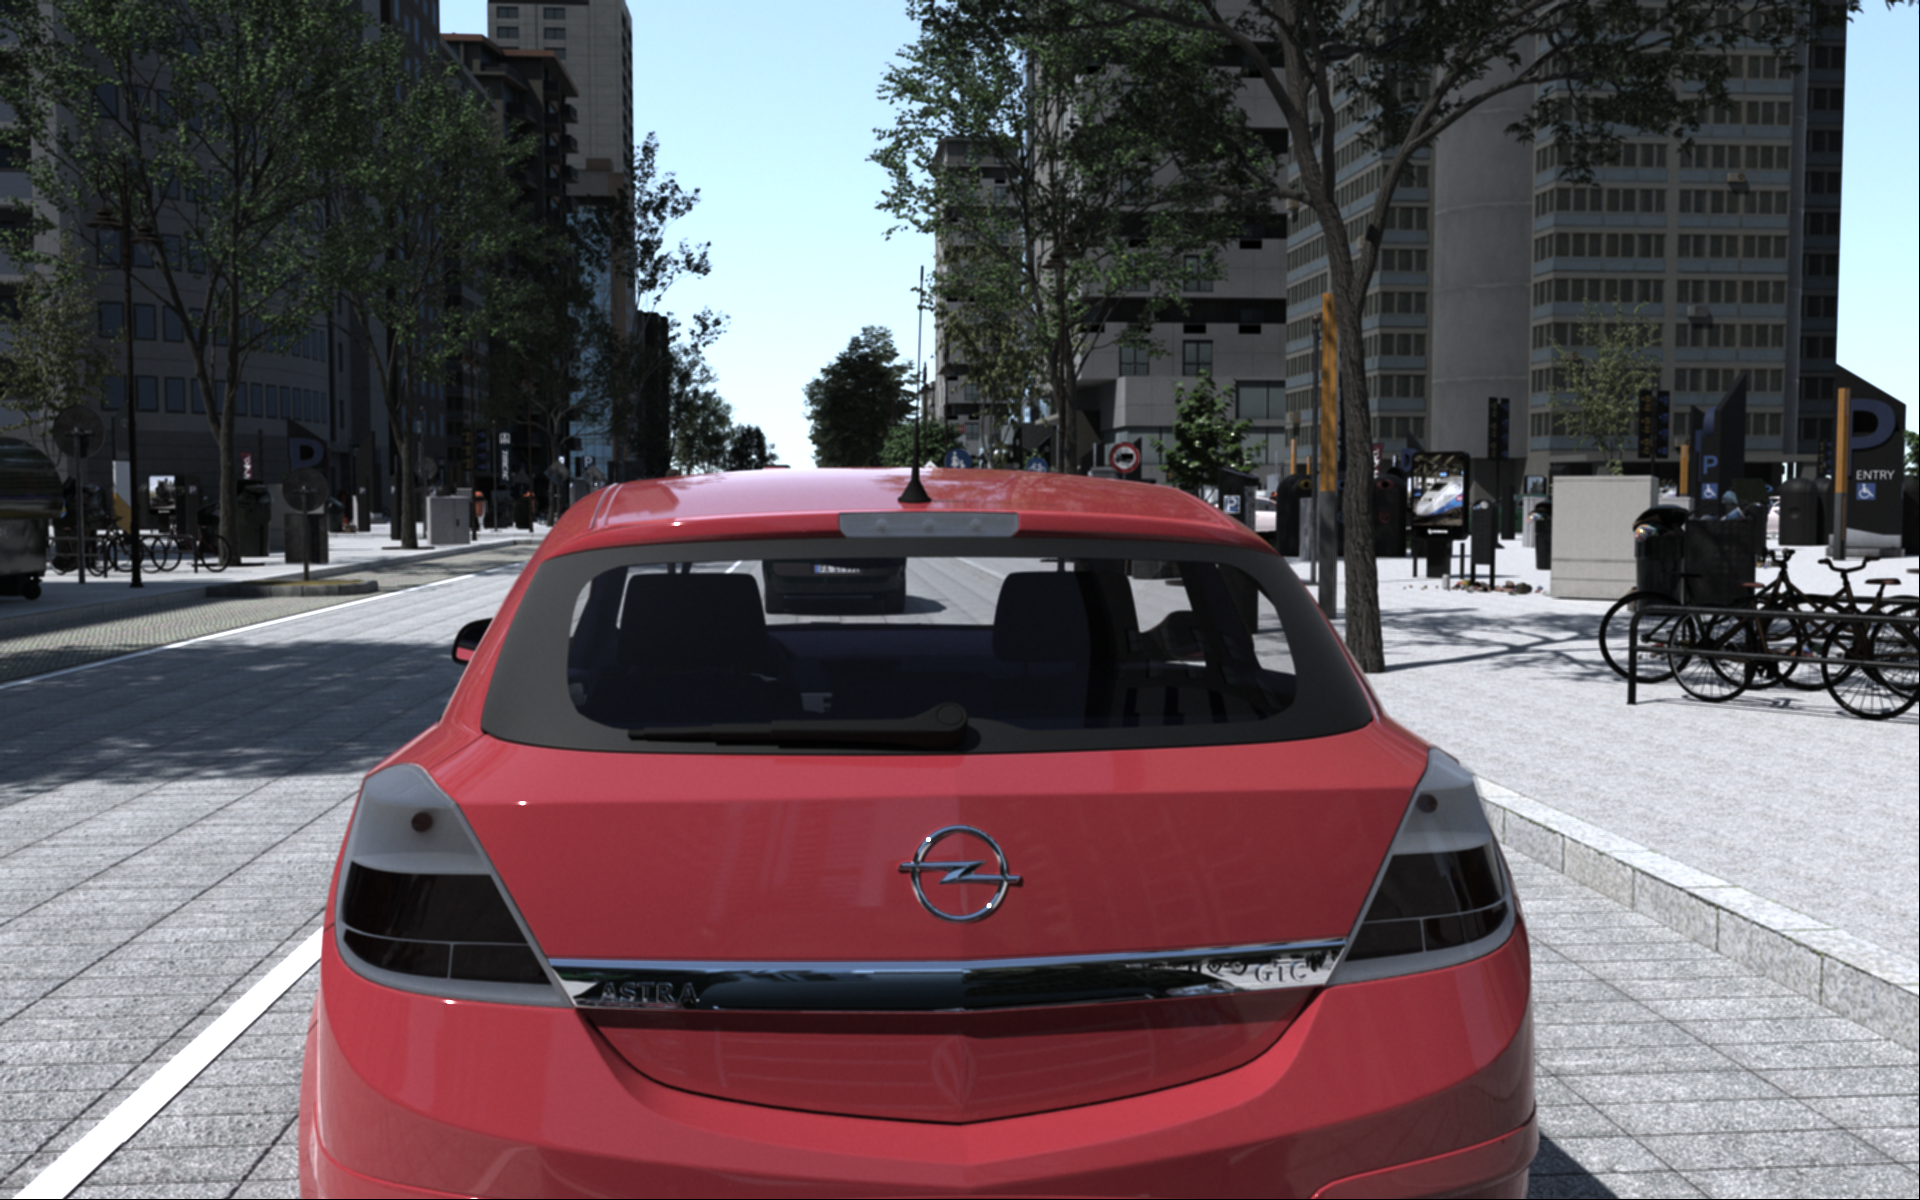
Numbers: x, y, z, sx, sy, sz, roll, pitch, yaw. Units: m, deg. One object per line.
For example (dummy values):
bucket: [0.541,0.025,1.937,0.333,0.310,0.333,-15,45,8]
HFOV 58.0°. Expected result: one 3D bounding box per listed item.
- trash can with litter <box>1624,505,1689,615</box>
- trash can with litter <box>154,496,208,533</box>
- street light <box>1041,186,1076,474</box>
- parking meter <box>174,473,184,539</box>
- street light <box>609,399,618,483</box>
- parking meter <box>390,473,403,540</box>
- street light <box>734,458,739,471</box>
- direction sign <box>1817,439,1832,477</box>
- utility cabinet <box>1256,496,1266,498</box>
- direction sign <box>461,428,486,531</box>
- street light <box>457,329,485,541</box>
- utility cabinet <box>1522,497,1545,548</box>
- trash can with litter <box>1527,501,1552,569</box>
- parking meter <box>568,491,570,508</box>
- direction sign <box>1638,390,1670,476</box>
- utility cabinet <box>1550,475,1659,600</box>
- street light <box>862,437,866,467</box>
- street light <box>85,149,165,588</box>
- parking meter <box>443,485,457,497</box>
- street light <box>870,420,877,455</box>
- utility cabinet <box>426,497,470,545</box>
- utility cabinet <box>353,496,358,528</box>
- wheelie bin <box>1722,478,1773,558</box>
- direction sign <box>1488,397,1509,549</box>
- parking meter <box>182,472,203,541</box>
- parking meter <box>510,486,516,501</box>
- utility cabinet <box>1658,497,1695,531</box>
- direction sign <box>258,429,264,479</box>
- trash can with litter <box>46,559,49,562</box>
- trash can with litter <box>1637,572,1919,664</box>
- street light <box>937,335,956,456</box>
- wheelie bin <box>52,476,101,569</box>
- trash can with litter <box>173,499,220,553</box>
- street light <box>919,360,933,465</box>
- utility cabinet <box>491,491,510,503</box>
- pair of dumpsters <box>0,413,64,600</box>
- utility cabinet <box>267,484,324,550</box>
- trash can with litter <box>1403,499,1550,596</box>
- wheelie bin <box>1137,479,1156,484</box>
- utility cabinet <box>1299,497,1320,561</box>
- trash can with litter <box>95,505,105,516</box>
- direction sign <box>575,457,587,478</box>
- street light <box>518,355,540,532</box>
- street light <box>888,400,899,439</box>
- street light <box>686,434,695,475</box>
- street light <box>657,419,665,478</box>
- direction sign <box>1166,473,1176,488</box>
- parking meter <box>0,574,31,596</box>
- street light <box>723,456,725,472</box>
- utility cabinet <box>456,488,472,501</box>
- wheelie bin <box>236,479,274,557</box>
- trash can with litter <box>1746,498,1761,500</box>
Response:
trash can with litter: [7.387,-0.440,18.581,0.624,1.170,1.055,0,4,3]
trash can with litter: [-26.343,-2.903,58.515,1.678,1.210,2.233,-2,4,-28]
street light: [1.549,-3.277,26.371,0.468,5.910,1.993,0,4,-5]
parking meter: [-22.067,-2.650,49.034,0.255,1.863,0.399,-2,4,-29]
street light: [-16.327,-6.688,82.139,0.468,5.910,1.993,0,4,-5]
parking meter: [-15.706,-2.607,48.341,0.399,1.863,0.255,3,5,43]
street light: [-27.742,-14.935,216.973,0.468,5.910,1.993,0,4,-5]
direction sign: [35.805,-4.880,71.783,0.876,3.537,0.379,-2,4,-30]
utility cabinet: [11.728,-3.485,68.136,0.306,1.237,1.020,-1,4,-9]
direction sign: [-16.846,-4.164,60.072,0.876,3.537,0.379,-3,4,-37]
street light: [-13.424,-4.581,47.692,0.468,5.910,1.993,0,4,-5]
utility cabinet: [13.832,-1.871,41.747,0.306,1.237,1.020,0,4,5]
trash can with litter: [10.098,-1.118,29.674,0.624,1.170,1.055,2,4,26]
parking meter: [-21.236,-5.282,94.768,0.372,1.533,0.369,0,3,0]
direction sign: [15.165,-2.809,37.918,0.876,3.537,0.379,-2,4,-26]
utility cabinet: [7.791,-0.750,20.944,1.173,1.500,0.318,3,4,39]
street light: [-7.281,-9.753,132.246,0.468,5.910,1.993,0,4,-5]
street light: [-11.340,-3.112,23.675,0.468,5.910,1.993,0,4,-5]
parking meter: [-14.109,-2.418,47.941,0.372,1.533,0.369,0,3,0]
street light: [-5.387,-8.283,108.213,0.468,5.910,1.993,0,4,-5]
utility cabinet: [-12.971,-2.003,43.916,1.020,1.237,0.306,-3,4,-37]
utility cabinet: [-22.503,-3.293,64.999,0.306,1.237,1.020,-2,4,-33]
wheelie bin: [15.876,-1.659,35.025,0.980,1.594,0.693,0,4,-1]
direction sign: [12.670,-2.985,40.804,0.876,3.537,0.379,-3,5,-43]
parking meter: [-20.737,-2.520,46.917,0.399,1.863,0.255,-1,4,-14]
parking meter: [-30.890,-6.982,119.872,0.399,1.863,0.255,2,4,33]
utility cabinet: [15.148,-1.586,37.086,1.020,1.237,0.306,3,5,41]
direction sign: [-24.584,-4.218,60.959,0.379,3.537,0.876,-1,4,-14]
trash can with litter: [-17.617,-1.289,32.133,2.233,1.210,1.678,2,4,24]
trash can with litter: [6.389,-0.154,13.575,2.233,1.210,1.678,1,4,16]
street light: [-0.396,-4.747,50.400,0.468,5.910,1.993,0,4,-5]
wheelie bin: [-15.282,-1.349,29.963,0.693,1.594,0.980,-1,4,-11]
trash can with litter: [-16.549,-1.606,37.645,1.055,1.170,0.624,-1,4,-10]
street light: [-1.211,-5.324,59.841,0.468,5.910,1.993,0,4,-5]
utility cabinet: [-29.753,-6.331,112.189,1.173,1.500,0.318,-1,4,-12]
pair of dumpsters: [-11.483,-1.002,18.880,1.574,2.255,4.437,0,4,-5]
utility cabinet: [-15.038,-1.870,39.253,1.173,1.500,0.318,-1,4,-15]
trash can with litter: [6.992,-0.718,22.799,1.678,1.210,2.233,-1,4,-13]
wheelie bin: [3.836,-1.682,35.403,0.693,1.594,0.980,3,4,39]
utility cabinet: [6.855,-1.386,33.816,0.306,1.237,1.020,0,4,0]
trash can with litter: [-20.077,-1.730,39.679,0.624,1.170,1.055,0,4,-7]
direction sign: [-23.026,-6.958,105.759,0.876,3.537,0.379,-1,4,-16]
street light: [-14.357,-5.201,57.831,0.468,5.910,1.993,0,4,-5]
street light: [-3.238,-6.794,83.863,0.468,5.910,1.993,0,4,-5]
street light: [-20.811,-9.914,134.873,0.468,5.910,1.993,0,4,-5]
street light: [-18.337,-8.163,106.254,0.468,5.910,1.993,0,4,-5]
direction sign: [12.652,-6.720,101.876,0.379,3.537,0.876,-3,4,-36]
parking meter: [-11.986,-0.988,21.862,0.399,1.863,0.255,1,4,22]
street light: [-24.885,-12.852,182.915,0.468,5.910,1.993,0,4,-5]
utility cabinet: [-19.526,-3.604,67.610,1.173,1.500,0.318,-2,4,-31]
wheelie bin: [-14.482,-1.682,35.414,0.693,1.594,0.980,2,4,33]
trash can with litter: [13.606,-1.197,30.621,2.233,1.210,1.678,-1,4,-14]
